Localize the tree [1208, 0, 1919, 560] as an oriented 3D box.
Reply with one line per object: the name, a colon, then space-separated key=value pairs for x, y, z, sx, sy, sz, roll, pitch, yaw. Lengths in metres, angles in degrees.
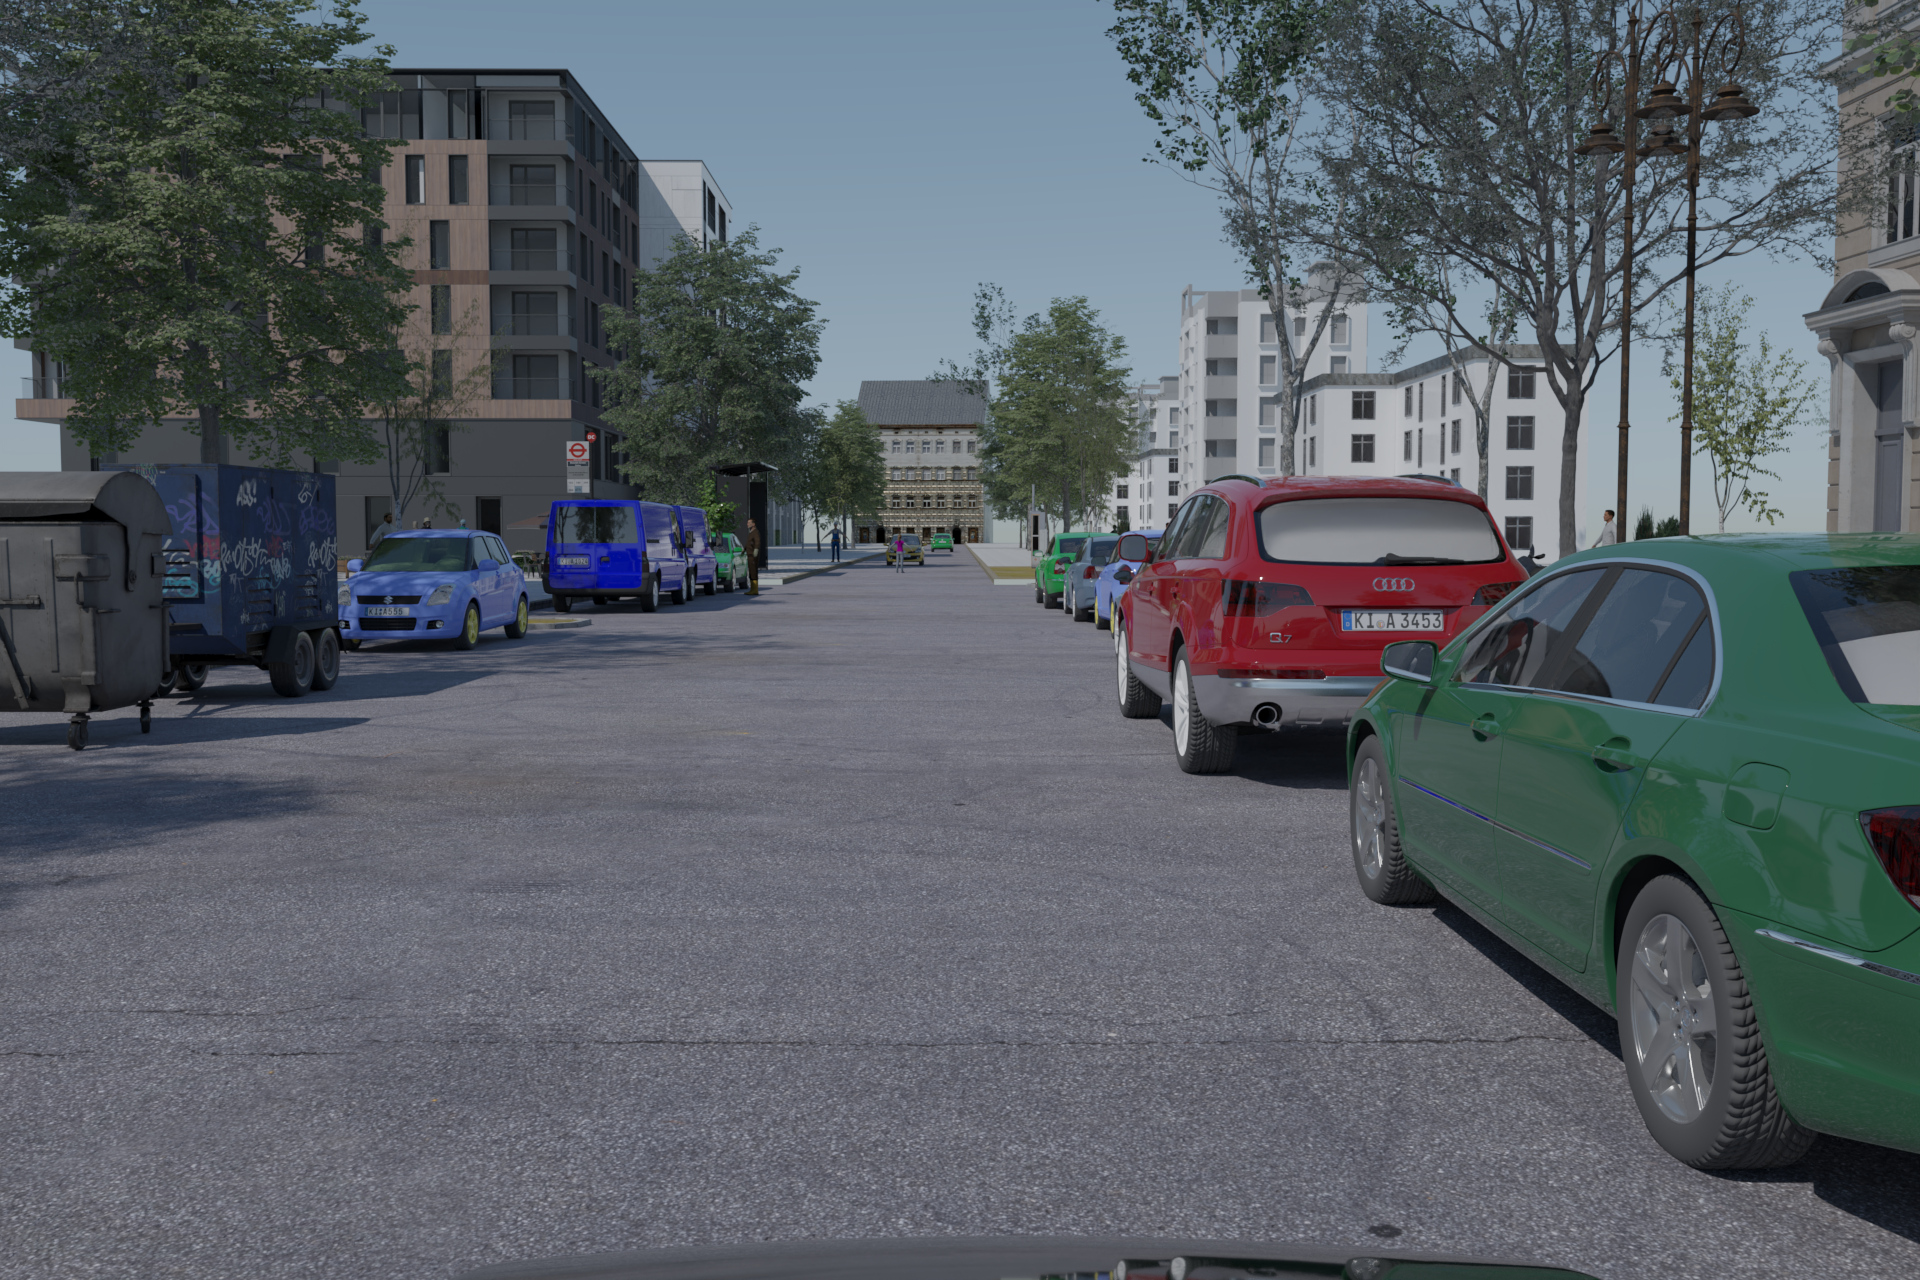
tree: x=9.165 y=-7.062 z=25.831 sx=12.009 sy=13.543 sz=11.850 roll=0 pitch=3 yaw=0

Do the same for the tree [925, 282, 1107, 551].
tree: x=4.038 y=-16.854 z=131.456 sx=12.611 sy=20.169 sz=13.585 roll=0 pitch=3 yaw=0

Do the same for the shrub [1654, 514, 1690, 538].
shrub: x=28.054 y=-3.934 z=68.368 sx=1.661 sy=2.075 sz=1.752 roll=0 pitch=3 yaw=0

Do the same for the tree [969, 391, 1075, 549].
tree: x=5.725 y=-14.584 z=145.096 sx=9.857 sy=13.997 sz=8.962 roll=0 pitch=3 yaw=0

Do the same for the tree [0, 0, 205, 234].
tree: x=-12.462 y=-6.453 z=15.872 sx=12.009 sy=13.543 sz=11.850 roll=0 pitch=3 yaw=0

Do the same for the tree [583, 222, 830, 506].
tree: x=-10.017 y=-10.017 z=70.427 sx=9.857 sy=13.997 sz=8.962 roll=0 pitch=3 yaw=0

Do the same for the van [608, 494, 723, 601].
van: x=-6.644 y=-2.102 z=38.757 sx=2.240 sy=2.365 sz=5.245 roll=0 pitch=4 yaw=0

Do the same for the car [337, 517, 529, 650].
car: x=-6.834 y=-0.789 z=22.483 sx=1.945 sy=1.707 sz=3.694 roll=0 pitch=4 yaw=0

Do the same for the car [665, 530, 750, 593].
car: x=-6.393 y=-2.139 z=43.770 sx=1.959 sy=1.807 sz=4.718 roll=0 pitch=3 yaw=0

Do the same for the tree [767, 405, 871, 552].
tree: x=-10.349 y=-11.666 z=125.159 sx=8.767 sy=10.594 sz=7.601 roll=-2 pitch=4 yaw=-35

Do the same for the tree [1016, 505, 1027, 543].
tree: x=8.889 y=-17.808 z=241.528 sx=4.737 sy=8.622 sz=4.395 roll=0 pitch=3 yaw=0

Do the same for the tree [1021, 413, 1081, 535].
tree: x=5.261 y=-8.815 z=94.492 sx=4.360 sy=8.622 sz=3.978 roll=0 pitch=3 yaw=0

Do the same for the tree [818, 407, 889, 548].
tree: x=-9.920 y=-14.438 z=154.195 sx=7.486 sy=12.596 sz=7.792 roll=0 pitch=3 yaw=0

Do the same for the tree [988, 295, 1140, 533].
tree: x=4.935 y=-10.059 z=82.595 sx=7.486 sy=12.596 sz=7.792 roll=0 pitch=3 yaw=0

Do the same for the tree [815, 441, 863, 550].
tree: x=-9.545 y=-11.411 z=136.924 sx=4.737 sy=8.622 sz=4.395 roll=0 pitch=3 yaw=0

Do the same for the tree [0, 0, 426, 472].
tree: x=-12.972 y=-6.765 z=28.730 sx=7.486 sy=12.596 sz=7.792 roll=0 pitch=3 yaw=0

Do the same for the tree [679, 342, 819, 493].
tree: x=-10.149 y=-9.039 z=82.196 sx=7.601 sy=10.594 sz=8.767 roll=0 pitch=4 yaw=3

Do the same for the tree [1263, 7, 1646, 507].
tree: x=17.907 y=-12.659 z=62.866 sx=12.611 sy=20.169 sz=13.585 roll=0 pitch=3 yaw=0

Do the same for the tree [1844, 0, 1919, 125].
tree: x=9.051 y=-6.255 z=8.928 sx=9.857 sy=13.997 sz=8.962 roll=0 pitch=3 yaw=0

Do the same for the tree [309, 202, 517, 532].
tree: x=-12.854 y=-5.422 z=39.008 sx=4.360 sy=8.622 sz=3.978 roll=0 pitch=3 yaw=0

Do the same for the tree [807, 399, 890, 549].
tree: x=-9.659 y=-13.881 z=145.073 sx=7.486 sy=12.596 sz=7.792 roll=0 pitch=3 yaw=0

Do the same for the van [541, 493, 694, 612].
van: x=-6.501 y=-1.774 z=33.391 sx=2.240 sy=2.365 sz=5.245 roll=0 pitch=4 yaw=0

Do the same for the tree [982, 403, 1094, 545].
tree: x=5.832 y=-11.001 z=114.273 sx=8.767 sy=10.594 sz=7.601 roll=0 pitch=4 yaw=-7

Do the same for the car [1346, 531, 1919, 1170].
car: x=2.513 y=0.395 z=5.343 sx=2.131 sy=1.459 sz=4.920 roll=0 pitch=4 yaw=-1

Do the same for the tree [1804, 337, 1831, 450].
tree: x=27.851 y=-6.151 z=50.939 sx=4.360 sy=8.622 sz=3.978 roll=0 pitch=3 yaw=0

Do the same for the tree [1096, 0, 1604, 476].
tree: x=9.908 y=-11.638 z=46.164 sx=12.611 sy=20.169 sz=13.585 roll=0 pitch=3 yaw=0

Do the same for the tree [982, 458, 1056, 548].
tree: x=5.733 y=-13.554 z=156.014 sx=8.767 sy=10.594 sz=7.601 roll=3 pitch=5 yaw=44

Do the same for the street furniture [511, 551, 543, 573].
street furniture: x=-13.561 y=-2.703 z=59.827 sx=5.734 sy=0.657 sz=10.072 roll=0 pitch=4 yaw=-6

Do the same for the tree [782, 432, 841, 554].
tree: x=-10.107 y=-9.936 z=112.818 sx=4.737 sy=8.622 sz=4.395 roll=0 pitch=3 yaw=0

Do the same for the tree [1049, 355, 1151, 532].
tree: x=5.415 y=-7.443 z=72.054 sx=4.360 sy=8.622 sz=3.978 roll=0 pitch=3 yaw=0

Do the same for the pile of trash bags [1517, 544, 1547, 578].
pile of trash bags: x=6.296 y=-0.740 z=21.848 sx=1.912 sy=1.369 sz=3.447 roll=0 pitch=3 yaw=0

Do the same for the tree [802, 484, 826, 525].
tree: x=-21.562 y=-18.730 z=240.644 sx=7.601 sy=10.594 sz=8.767 roll=0 pitch=4 yaw=7

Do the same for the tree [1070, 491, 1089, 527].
tree: x=18.776 y=-20.721 z=245.440 sx=9.857 sy=13.997 sz=8.962 roll=0 pitch=3 yaw=0

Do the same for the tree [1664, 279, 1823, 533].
tree: x=22.150 y=-6.088 z=49.897 sx=4.737 sy=8.622 sz=4.395 roll=0 pitch=3 yaw=0

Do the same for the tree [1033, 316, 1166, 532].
tree: x=4.122 y=-6.657 z=59.204 sx=4.360 sy=8.622 sz=3.978 roll=0 pitch=3 yaw=0

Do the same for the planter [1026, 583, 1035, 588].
planter: x=2.811 y=-1.588 z=47.104 sx=1.991 sy=0.319 sz=1.994 roll=0 pitch=3 yaw=0

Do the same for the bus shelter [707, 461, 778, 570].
bus shelter: x=-7.349 y=-4.143 z=59.023 sx=1.731 sy=3.624 sz=6.357 roll=0 pitch=4 yaw=-1

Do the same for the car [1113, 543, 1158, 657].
car: x=2.670 y=-0.381 z=18.240 sx=2.014 sy=1.417 sz=4.499 roll=0 pitch=4 yaw=-1
